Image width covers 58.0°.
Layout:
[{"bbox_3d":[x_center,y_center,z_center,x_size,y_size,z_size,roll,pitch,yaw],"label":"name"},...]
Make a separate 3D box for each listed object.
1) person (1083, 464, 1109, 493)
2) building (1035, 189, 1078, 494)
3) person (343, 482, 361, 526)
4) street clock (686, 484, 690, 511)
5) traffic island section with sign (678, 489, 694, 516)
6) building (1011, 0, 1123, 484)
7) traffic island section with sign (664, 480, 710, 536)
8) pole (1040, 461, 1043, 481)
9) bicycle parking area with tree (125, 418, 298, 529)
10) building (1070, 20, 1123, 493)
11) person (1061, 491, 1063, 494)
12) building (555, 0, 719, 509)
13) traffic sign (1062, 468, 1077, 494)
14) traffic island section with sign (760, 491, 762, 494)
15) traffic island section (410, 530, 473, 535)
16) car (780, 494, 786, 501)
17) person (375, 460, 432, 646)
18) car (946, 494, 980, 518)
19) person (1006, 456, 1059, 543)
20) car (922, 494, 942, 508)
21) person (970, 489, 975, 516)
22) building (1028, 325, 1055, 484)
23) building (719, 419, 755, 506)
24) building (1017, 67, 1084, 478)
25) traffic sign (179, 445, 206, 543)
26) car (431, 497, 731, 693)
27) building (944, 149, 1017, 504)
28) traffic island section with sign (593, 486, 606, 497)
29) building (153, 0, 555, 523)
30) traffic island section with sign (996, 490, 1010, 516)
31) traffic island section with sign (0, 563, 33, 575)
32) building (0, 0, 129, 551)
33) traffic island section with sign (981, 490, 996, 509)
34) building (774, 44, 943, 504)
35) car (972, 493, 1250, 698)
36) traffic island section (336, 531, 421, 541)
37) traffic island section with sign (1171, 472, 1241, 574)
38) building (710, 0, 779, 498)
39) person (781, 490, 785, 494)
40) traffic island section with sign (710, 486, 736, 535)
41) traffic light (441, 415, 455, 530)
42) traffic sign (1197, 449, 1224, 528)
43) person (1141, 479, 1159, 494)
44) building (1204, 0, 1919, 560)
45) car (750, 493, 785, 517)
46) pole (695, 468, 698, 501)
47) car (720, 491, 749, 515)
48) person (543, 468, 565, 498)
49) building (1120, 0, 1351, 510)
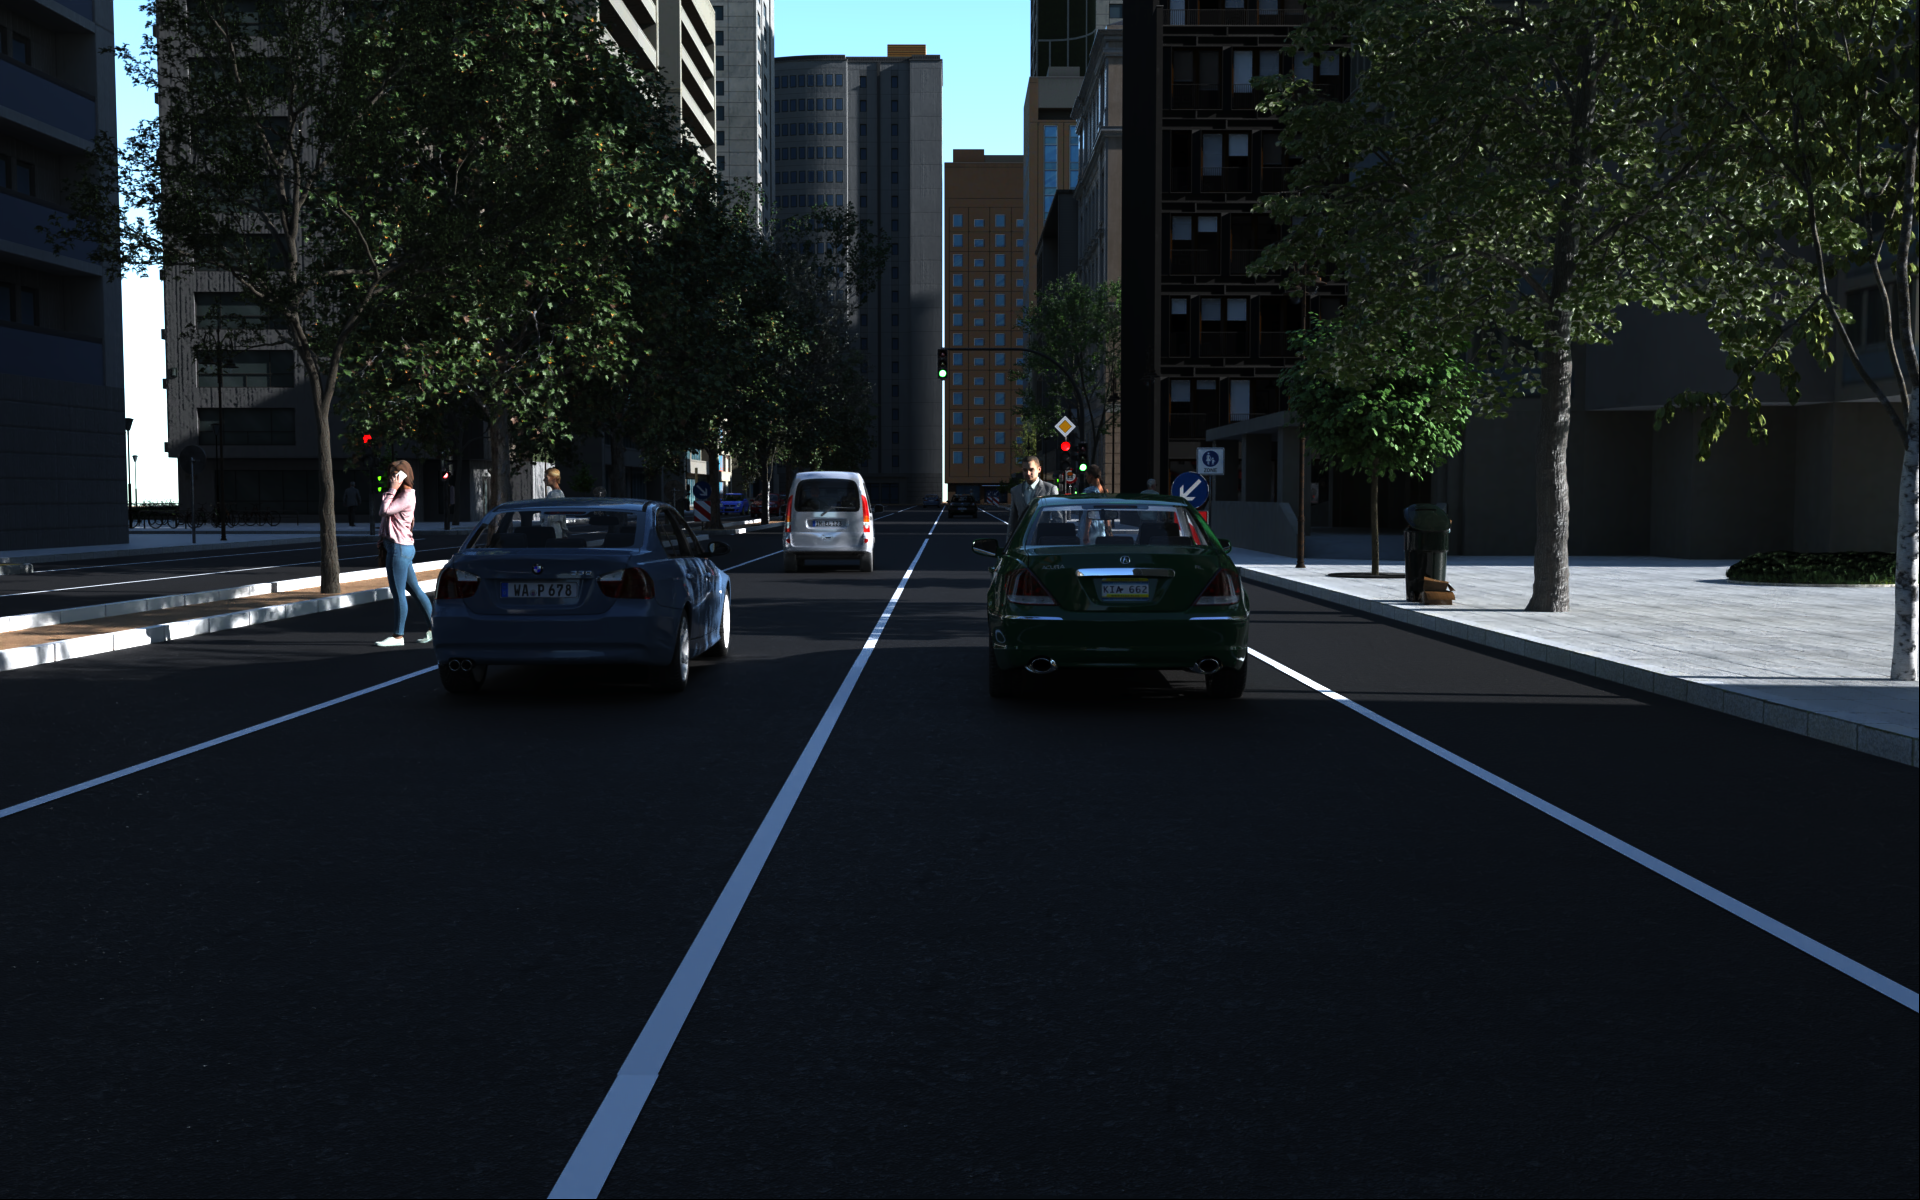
[{"bbox_3d":[1.769,-0.837,22.280,0.616,1.811,0.778,-3,5,-41],"label":"person"},{"bbox_3d":[13.075,-18.542,122.220,14.314,24.678,30.058,0,4,0],"label":"building"},{"bbox_3d":[-24.231,-3.831,69.072,0.661,1.777,0.834,-1,4,-15],"label":"person"},{"bbox_3d":[-20.432,-7.685,130.225,0.358,2.002,0.471,0,4,3],"label":"street clock"},{"bbox_3d":[-18.291,-6.449,114.063,1.989,1.847,2.006,0,4,0],"label":"traffic island section with sign"},{"bbox_3d":[16.557,-46.610,200.322,20.563,71.187,20.611,0,4,0],"label":"building"},{"bbox_3d":[-9.052,-2.821,54.261,2.006,1.907,1.989,0,4,0],"label":"traffic island section with sign"},{"bbox_3d":[4.983,-6.852,105.870,0.158,3.312,0.155,0,3,0],"label":"pole"},{"bbox_3d":[-30.943,-4.955,68.018,9.016,4.147,8.231,2,4,26],"label":"bicycle parking area with tree"},{"bbox_3d":[13.476,-19.031,97.058,13.634,28.700,20.117,0,4,0],"label":"building"},{"bbox_3d":[5.805,-5.399,96.919,0.503,1.515,0.523,1,4,15],"label":"person"},{"bbox_3d":[-32.840,-32.070,148.048,21.300,48.544,21.600,0,4,0],"label":"building"},{"bbox_3d":[5.356,-5.158,84.445,0.768,2.556,0.104,0,4,1],"label":"traffic sign"},{"bbox_3d":[-18.552,-9.491,163.809,1.989,1.847,2.006,0,4,0],"label":"traffic island section with sign"},{"bbox_3d":[-18.366,-2.427,61.966,2.009,0.180,2.903,0,4,0],"label":"traffic island section"},{"bbox_3d":[-12.350,-6.635,120.478,2.014,1.417,4.499,0,4,-1],"label":"car"},{"bbox_3d":[-5.241,-0.450,16.450,0.643,1.750,0.593,-1,4,-20],"label":"person"},{"bbox_3d":[0.172,-5.781,104.306,2.009,1.686,4.222,0,4,1],"label":"car"},{"bbox_3d":[0.753,-0.527,17.243,0.709,1.813,0.853,1,4,22],"label":"person"},{"bbox_3d":[-2.923,-10.272,179.944,2.014,1.417,4.499,0,4,1],"label":"car"},{"bbox_3d":[0.828,-6.450,114.444,0.515,1.767,0.782,1,4,16],"label":"person"},{"bbox_3d":[20.823,-19.375,161.827,27.650,21.520,28.899,0,4,0],"label":"building"},{"bbox_3d":[-36.092,-20.124,174.059,27.650,21.520,28.899,0,4,0],"label":"building"},{"bbox_3d":[13.867,-32.592,182.997,14.600,45.320,14.200,0,4,0],"label":"building"},{"bbox_3d":[-19.955,-2.749,45.047,0.768,2.556,0.104,1,4,9],"label":"traffic sign"},{"bbox_3d":[-2.886,-0.110,13.803,2.014,1.417,4.499,0,4,-1],"label":"car"},{"bbox_3d":[5.073,-35.341,227.929,14.200,45.320,14.600,0,4,0],"label":"building"},{"bbox_3d":[-18.154,-4.800,87.108,1.989,1.847,2.006,0,4,0],"label":"traffic island section with sign"},{"bbox_3d":[-28.005,-18.992,82.213,14.160,30.474,14.107,0,4,0],"label":"building"},{"bbox_3d":[3.533,-6.422,113.633,1.989,1.847,2.006,0,4,0],"label":"traffic island section with sign"},{"bbox_3d":[-17.887,-1.373,31.071,1.989,1.847,2.006,0,4,0],"label":"traffic island section with sign"},{"bbox_3d":[-35.545,-30.374,38.618,28.212,58.520,21.231,0,4,0],"label":"building"},{"bbox_3d":[3.277,-9.492,163.824,1.989,1.847,2.006,0,4,0],"label":"traffic island section with sign"},{"bbox_3d":[-16.358,-42.125,230.748,28.212,58.520,21.231,0,4,0],"label":"building"},{"bbox_3d":[1.144,-0.112,13.637,2.131,1.459,4.920,0,4,2],"label":"car"},{"bbox_3d":[-18.326,-1.939,53.981,2.009,0.180,2.903,0,4,0],"label":"traffic island section"},{"bbox_3d":[3.941,-1.385,31.269,1.989,1.847,2.006,0,4,0],"label":"traffic island section with sign"},{"bbox_3d":[-32.552,-46.655,201.067,20.611,71.187,20.563,0,4,0],"label":"building"},{"bbox_3d":[-21.099,-12.227,206.681,1.217,1.743,0.721,-2,4,-28],"label":"person"},{"bbox_3d":[-9.079,-3.274,61.668,2.006,1.907,1.989,0,4,0],"label":"traffic island section with sign"},{"bbox_3d":[-16.235,-5.334,61.877,4.771,5.953,1.251,0,4,0],"label":"traffic light"},{"bbox_3d":[5.511,-2.204,38.164,0.606,2.300,0.079,0,4,7],"label":"traffic sign"},{"bbox_3d":[4.224,-1.784,38.147,0.782,1.767,0.515,2,4,32],"label":"person"},{"bbox_3d":[22.771,-21.309,40.278,32.217,40.220,23.993,0,4,0],"label":"building"},{"bbox_3d":[-11.884,-6.013,107.345,2.155,1.783,4.494,0,4,1],"label":"car"},{"bbox_3d":[-20.404,-8.578,134.089,0.158,3.312,0.155,0,3,0],"label":"pole"},{"bbox_3d":[-15.435,-6.639,118.131,1.945,1.707,3.694,0,4,1],"label":"car"},{"bbox_3d":[-5.360,-0.861,22.929,0.624,1.780,0.694,1,4,17],"label":"person"},{"bbox_3d":[14.839,-14.572,67.927,15.834,23.373,12.332,0,4,0],"label":"building"}]
